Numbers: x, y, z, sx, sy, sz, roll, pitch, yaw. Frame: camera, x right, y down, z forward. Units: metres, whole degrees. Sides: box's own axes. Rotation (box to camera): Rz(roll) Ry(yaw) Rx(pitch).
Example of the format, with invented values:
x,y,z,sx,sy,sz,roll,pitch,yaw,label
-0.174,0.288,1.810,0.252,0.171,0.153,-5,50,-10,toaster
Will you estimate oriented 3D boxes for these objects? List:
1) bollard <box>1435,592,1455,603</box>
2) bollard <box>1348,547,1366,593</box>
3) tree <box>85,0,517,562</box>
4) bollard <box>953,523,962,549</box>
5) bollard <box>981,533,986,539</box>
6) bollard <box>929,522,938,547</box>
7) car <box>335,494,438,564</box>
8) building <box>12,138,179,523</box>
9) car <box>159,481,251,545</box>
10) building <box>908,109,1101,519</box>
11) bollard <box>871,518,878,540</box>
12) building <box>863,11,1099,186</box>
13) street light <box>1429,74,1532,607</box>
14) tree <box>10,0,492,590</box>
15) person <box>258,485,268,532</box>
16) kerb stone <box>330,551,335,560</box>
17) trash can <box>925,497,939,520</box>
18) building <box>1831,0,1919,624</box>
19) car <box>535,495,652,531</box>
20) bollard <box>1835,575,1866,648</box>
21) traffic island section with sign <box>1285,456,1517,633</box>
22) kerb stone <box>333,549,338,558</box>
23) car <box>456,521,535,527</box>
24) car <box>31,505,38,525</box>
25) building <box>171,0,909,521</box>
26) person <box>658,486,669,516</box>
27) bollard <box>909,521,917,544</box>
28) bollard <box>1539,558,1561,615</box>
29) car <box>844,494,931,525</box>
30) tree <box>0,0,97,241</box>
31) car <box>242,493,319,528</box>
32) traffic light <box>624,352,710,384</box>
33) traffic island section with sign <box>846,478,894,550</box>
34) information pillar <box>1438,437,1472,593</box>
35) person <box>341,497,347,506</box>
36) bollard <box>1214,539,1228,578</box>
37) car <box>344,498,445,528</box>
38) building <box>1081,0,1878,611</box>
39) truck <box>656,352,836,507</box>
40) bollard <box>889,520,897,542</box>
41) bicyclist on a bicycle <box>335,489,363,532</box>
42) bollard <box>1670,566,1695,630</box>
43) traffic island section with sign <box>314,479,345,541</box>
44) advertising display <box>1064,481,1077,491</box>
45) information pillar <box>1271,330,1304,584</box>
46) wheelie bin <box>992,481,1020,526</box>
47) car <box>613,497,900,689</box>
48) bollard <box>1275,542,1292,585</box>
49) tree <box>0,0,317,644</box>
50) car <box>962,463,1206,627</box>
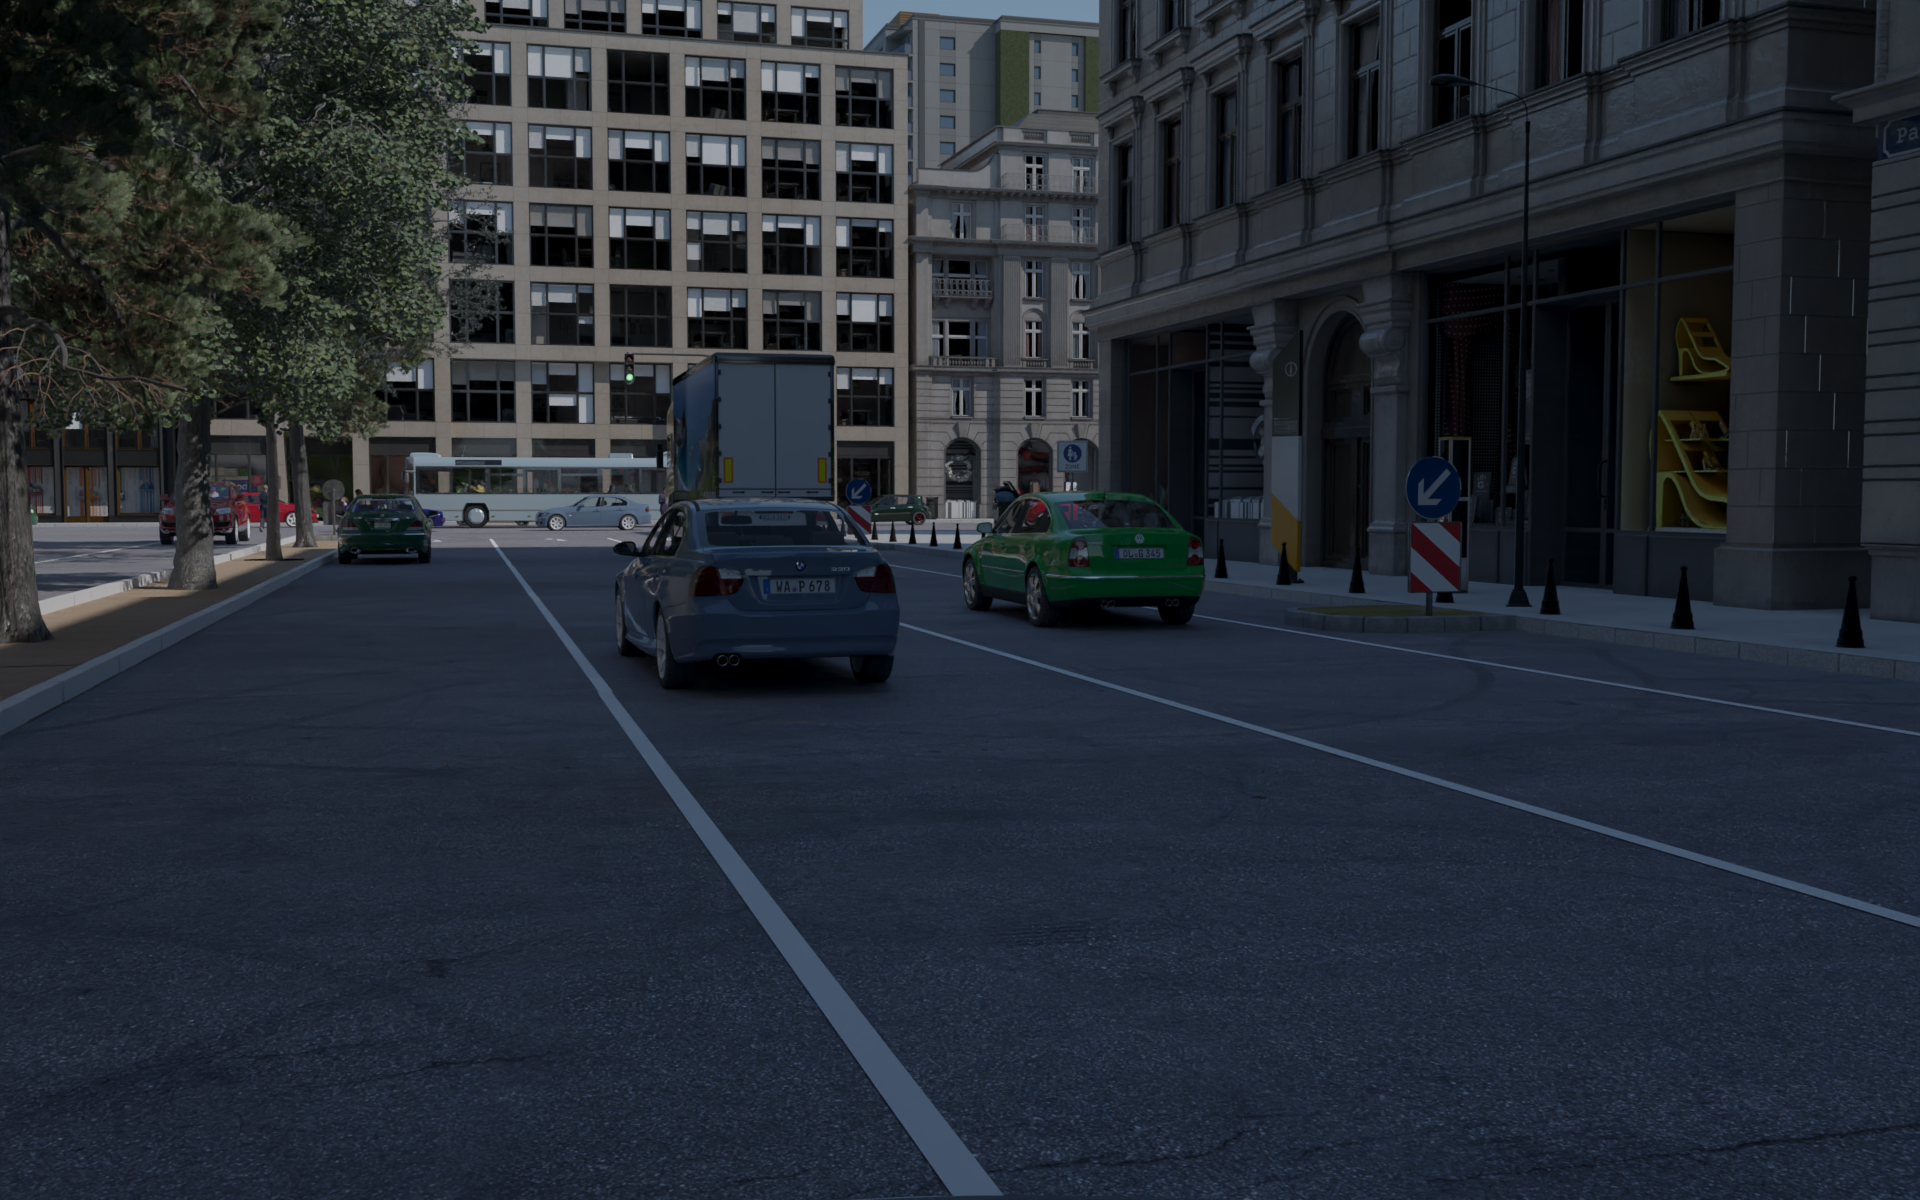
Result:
x,y,z,sx,sy,sz,roll,pitch,yaw,label
5.730,-0.270,20.461,0.229,0.601,0.229,0,3,0,bollard
5.149,-0.392,22.451,0.229,0.601,0.229,0,3,0,bollard
-14.600,-7.565,36.508,12.009,13.543,11.850,0,3,0,tree
-0.058,-1.488,40.373,0.229,0.601,0.229,0,3,0,bollard
0.521,-1.366,38.383,0.229,0.601,0.229,0,3,0,bollard
-0.643,-1.611,42.384,0.229,0.601,0.229,0,3,0,bollard
-12.272,-1.545,37.058,2.131,1.459,4.920,-1,4,-17,car
-44.606,-15.364,80.873,15.834,23.373,12.332,-1,4,-16,building
-22.178,-2.587,50.972,2.281,1.827,5.304,-1,4,-16,car
7.225,-15.592,96.736,24.055,21.916,13.314,-1,4,-16,building
-2.383,-1.978,48.381,0.229,0.601,0.229,0,3,0,bollard
3.711,-41.027,212.796,28.212,58.520,21.231,-1,4,-16,building
5.863,-2.871,19.482,1.470,5.913,1.316,-1,4,-16,street light
-11.541,-7.128,25.658,9.857,13.997,8.962,0,3,0,tree
-26.038,-3.428,64.964,0.576,1.772,0.534,-1,4,-11,person
-13.510,-0.901,37.017,0.120,0.150,1.000,-1,4,-16,kerb stone
-1.399,-4.627,87.309,0.748,1.137,0.748,0,3,0,trash can
16.800,-10.579,9.116,11.583,22.565,21.152,-1,4,-16,building
-14.469,-3.447,68.369,4.499,1.417,2.014,-1,4,-18,car
7.460,0.095,14.493,0.229,0.601,0.229,0,3,0,bollard
4.641,-0.625,18.845,1.989,1.847,2.006,-1,4,-16,traffic island section with sign
-13.798,-0.967,38.001,0.120,0.150,1.000,-1,4,-16,kerb stone
-20.843,-4.122,77.623,3.980,1.641,2.015,-1,4,-17,car
-36.736,-3.179,63.768,4.920,1.459,2.131,-1,4,-15,car
-21.625,-17.559,91.600,34.151,26.468,19.350,-1,4,-16,building
-10.455,-3.179,61.402,0.541,1.710,0.530,-3,4,-36,person
-1.215,-1.733,44.374,0.229,0.601,0.229,0,3,0,bollard
6.300,-0.149,18.473,0.229,0.601,0.229,0,3,0,bollard
-3.417,-4.284,79.831,4.222,1.686,2.009,-1,4,-16,car
-6.543,-6.007,8.100,7.806,13.903,7.818,0,3,0,tree
-29.902,-3.990,74.270,4.494,1.783,2.155,-1,4,-17,car
-8.465,-4.984,56.157,4.771,5.953,1.251,-1,4,-16,traffic light
-2.886,-2.208,44.732,1.989,1.847,2.006,-1,4,-16,traffic island section with sign
6.397,-1.098,22.437,0.304,2.012,0.304,-1,4,-14,information pillar
-24.950,-3.506,70.097,0.425,1.301,0.394,3,5,40,person
3.989,-0.636,26.436,0.229,0.601,0.229,0,3,0,bollard
-21.618,-3.262,65.908,3.894,1.354,1.945,-1,4,-18,car
7.655,-11.484,38.680,10.553,20.767,40.483,-1,4,-16,building
-5.145,-3.120,39.925,2.839,4.237,11.283,-1,4,-15,truck
-1.797,-1.855,46.378,0.229,0.601,0.229,0,3,0,bollard
-21.501,-3.166,61.786,1.625,1.676,1.499,-1,4,-16,bicyclist on a bicycle
6.882,-0.027,16.480,0.229,0.601,0.229,0,3,0,bollard
-19.395,-2.775,53.504,2.006,1.907,1.989,-1,4,-16,traffic island section with sign
5.684,-5.124,88.989,0.123,1.923,0.974,3,5,41,advertising display
4.711,-2.052,24.912,0.183,3.616,0.504,-3,5,-43,information pillar
1.119,-2.029,41.078,0.693,1.594,0.980,-1,4,-12,wheelie bin
-1.765,-0.134,14.189,2.014,1.417,4.499,-1,4,-17,car
4.572,-0.514,24.446,0.229,0.601,0.229,0,3,0,bollard
-9.221,-5.619,16.383,6.751,12.117,7.091,0,3,0,tree
1.303,-0.695,20.167,1.959,1.807,4.718,-1,4,-15,car
